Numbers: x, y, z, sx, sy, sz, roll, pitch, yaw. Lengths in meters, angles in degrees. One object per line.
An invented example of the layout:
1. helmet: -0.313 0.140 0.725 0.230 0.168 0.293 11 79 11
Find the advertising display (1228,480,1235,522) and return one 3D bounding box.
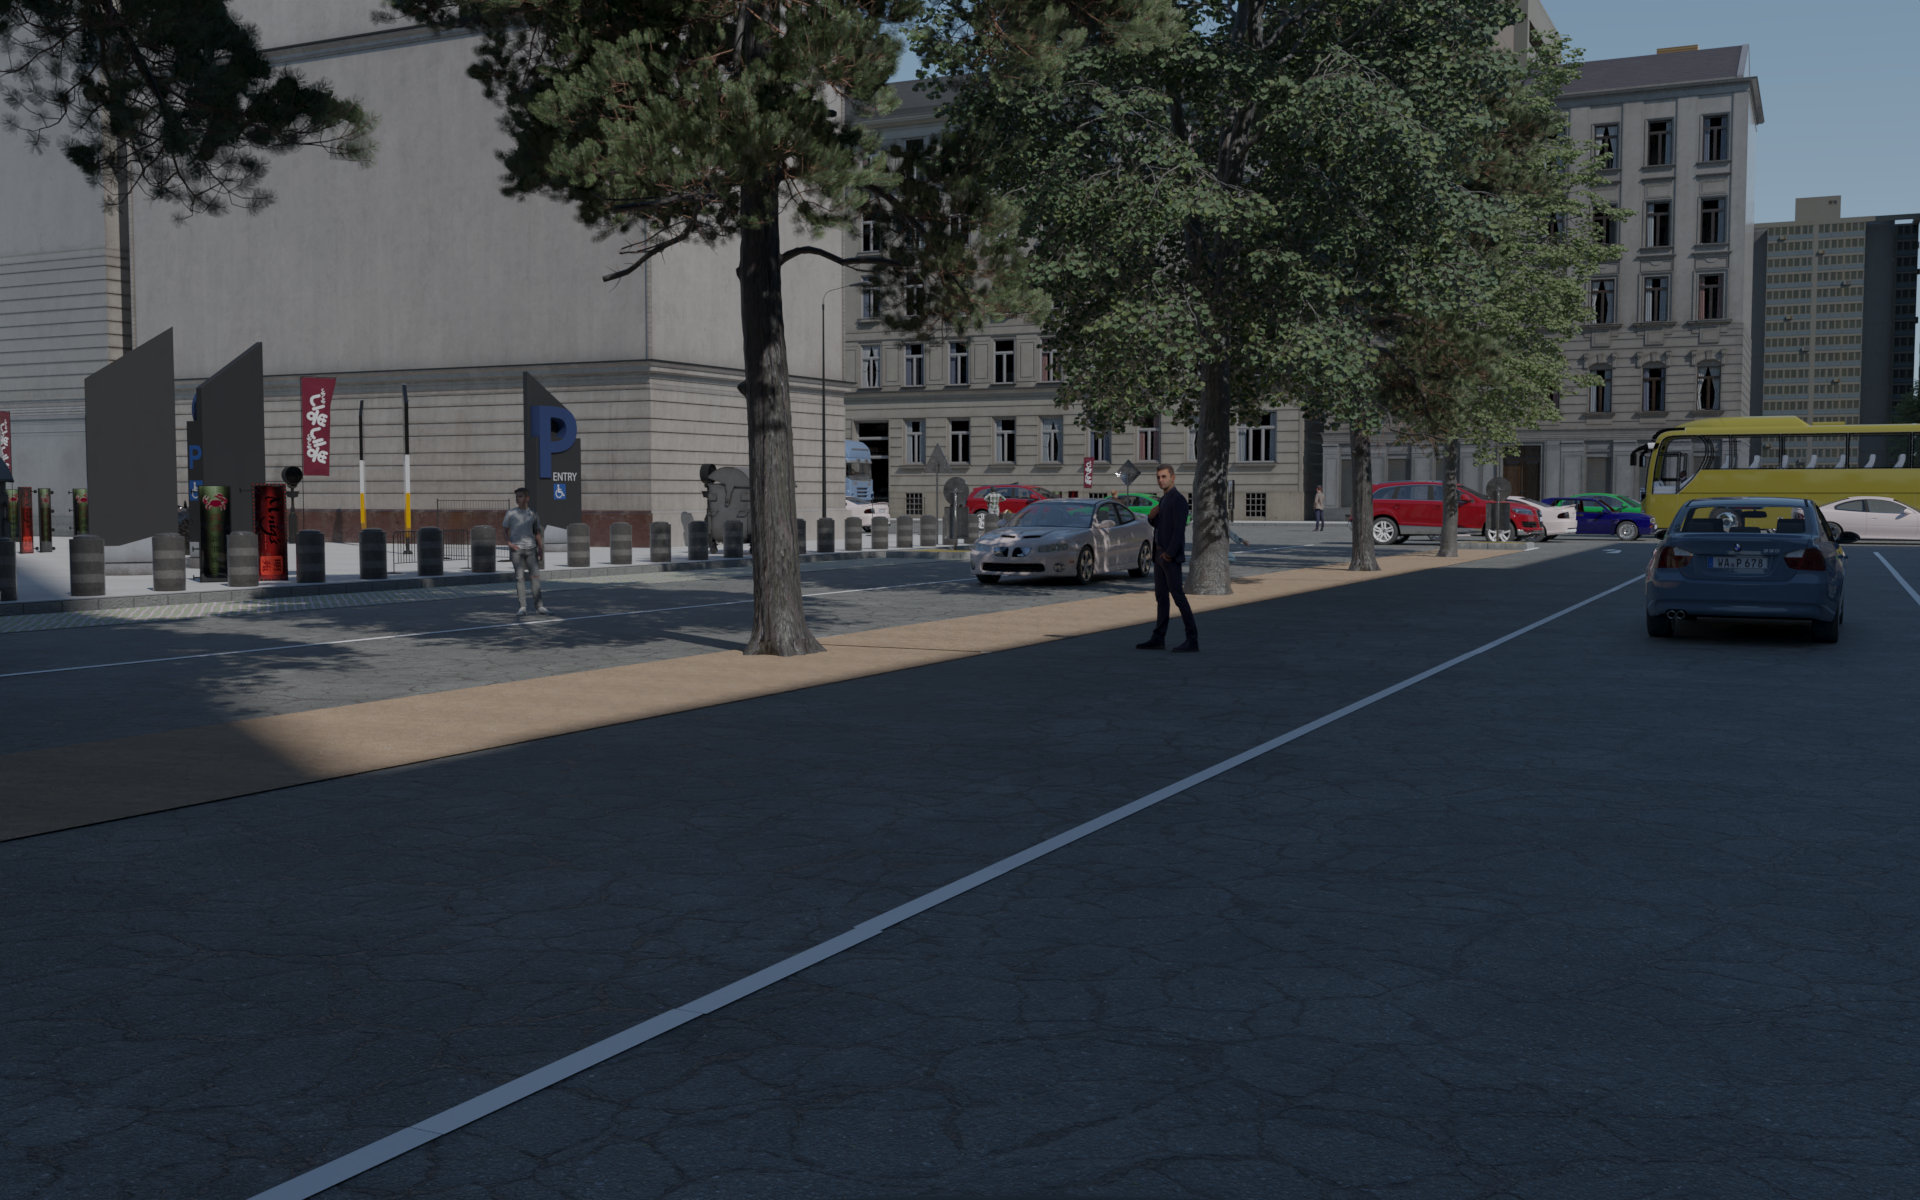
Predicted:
1. advertising display: 12.332 -4.495 78.709 0.123 1.923 0.974 0 4 -2

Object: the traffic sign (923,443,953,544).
1. traffic sign: -0.584 -2.705 44.230 0.884 2.594 0.081 2 4 31

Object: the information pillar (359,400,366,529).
1. information pillar: -14.785 -3.151 42.869 0.183 3.616 0.504 -1 4 -13

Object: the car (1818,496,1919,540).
1. car: 26.465 -2.284 49.707 4.827 1.381 2.083 2 4 28

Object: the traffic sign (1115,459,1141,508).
1. traffic sign: 4.852 -2.840 50.076 0.795 2.450 0.064 2 4 26

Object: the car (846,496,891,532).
1. car: -4.956 -3.244 65.407 4.827 1.381 2.083 2 4 27

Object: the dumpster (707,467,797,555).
1. dumpster: -4.489 -1.924 37.223 1.264 1.857 1.865 2 4 26

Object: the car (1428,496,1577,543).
1. car: 16.121 -2.449 52.402 4.827 1.381 2.083 2 4 28

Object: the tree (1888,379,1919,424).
1. tree: 89.509 -14.802 160.145 7.486 12.596 7.792 0 3 0

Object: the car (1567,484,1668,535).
1. car: 23.072 -3.245 61.851 4.718 1.807 1.959 2 4 26

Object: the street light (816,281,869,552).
1. street light: -2.538 -4.012 38.143 1.470 5.913 1.316 2 4 26

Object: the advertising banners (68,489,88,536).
1. advertising banners: -19.965 -2.734 40.886 0.090 3.025 2.074 3 5 41

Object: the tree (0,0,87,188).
1. tree: -5.295 -5.965 7.405 7.806 13.903 7.818 0 3 0

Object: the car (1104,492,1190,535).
1. car: 5.858 -3.261 62.118 4.718 1.807 1.959 2 4 28

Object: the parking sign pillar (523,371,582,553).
1. parking sign pillar: -9.068 -3.065 38.581 1.447 3.967 1.447 2 4 35

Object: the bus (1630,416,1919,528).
1. bus: 27.707 -3.843 54.375 12.252 3.916 2.896 2 4 27

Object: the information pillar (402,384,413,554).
1. information pillar: -11.751 -2.778 36.771 0.183 3.616 0.504 -1 4 -22

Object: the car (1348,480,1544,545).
1. car: 13.624 -2.447 48.686 5.304 1.827 2.281 2 4 26

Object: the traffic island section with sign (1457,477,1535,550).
1. traffic island section with sign: 14.120 -2.304 45.803 2.006 1.907 1.989 2 4 26

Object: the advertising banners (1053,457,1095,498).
1. advertising banners: 5.324 -5.239 81.842 2.074 3.025 0.090 0 4 5

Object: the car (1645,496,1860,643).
1. car: 8.306 -0.378 18.183 2.014 1.417 4.499 2 4 28

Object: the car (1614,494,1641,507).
1. car: 23.859 -3.271 65.276 4.920 1.459 2.131 2 4 25

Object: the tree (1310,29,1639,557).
1. tree: 11.157 -7.260 39.283 7.486 12.596 7.792 0 3 0

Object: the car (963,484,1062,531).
1. car: 2.646 -3.616 67.800 5.304 1.827 2.281 2 4 27

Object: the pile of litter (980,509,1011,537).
1. pile of litter: 1.022 -2.094 48.200 1.176 0.858 1.719 2 4 35

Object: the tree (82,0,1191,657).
1. tree: -1.702 -6.453 15.388 7.806 13.903 7.818 0 3 0

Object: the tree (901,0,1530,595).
1. tree: 3.564 -7.049 24.361 9.857 13.997 8.962 0 3 0

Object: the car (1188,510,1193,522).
1. car: 7.978 -3.995 77.113 4.920 1.459 2.131 2 4 28

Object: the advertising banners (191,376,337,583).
1. advertising banners: -10.191 -1.790 25.453 2.074 3.025 0.090 -2 4 -35

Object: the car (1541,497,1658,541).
1. car: 19.666 -2.538 54.084 3.894 1.354 1.945 2 4 27

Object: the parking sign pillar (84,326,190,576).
1. parking sign pillar: -13.288 -2.403 27.768 1.447 3.967 1.447 -2 4 -28

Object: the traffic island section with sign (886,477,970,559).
1. traffic island section with sign: -0.330 -1.858 39.009 1.989 1.847 2.006 2 4 26

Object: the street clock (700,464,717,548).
1. street clock: -5.980 -2.242 41.224 0.358 2.002 0.471 1 4 20

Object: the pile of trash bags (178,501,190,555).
1. pile of trash bags: -15.134 -1.611 36.092 3.447 1.369 1.912 3 5 43

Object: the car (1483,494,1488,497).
1. car: 18.733 -3.162 61.486 2.009 1.686 4.222 2 4 27

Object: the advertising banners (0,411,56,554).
1. advertising banners: -20.077 -2.509 37.208 0.090 3.025 2.074 0 4 1

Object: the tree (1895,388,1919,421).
1. tree: 93.131 -15.005 167.390 6.751 12.117 7.091 0 3 0

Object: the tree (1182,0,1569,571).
1. tree: 7.418 -6.566 31.874 6.751 12.117 7.091 0 3 0

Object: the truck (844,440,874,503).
1. truck: -12.346 -5.708 83.091 18.799 4.110 2.967 2 4 25

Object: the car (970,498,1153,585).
1. car: 1.803 -1.016 28.980 2.083 1.381 4.827 2 4 25

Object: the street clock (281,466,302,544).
1. street clock: -17.165 -2.445 44.549 0.471 2.002 0.358 -3 5 -44

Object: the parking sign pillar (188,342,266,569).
1. parking sign pillar: -12.809 -2.555 30.252 1.447 3.967 1.447 2 4 28
